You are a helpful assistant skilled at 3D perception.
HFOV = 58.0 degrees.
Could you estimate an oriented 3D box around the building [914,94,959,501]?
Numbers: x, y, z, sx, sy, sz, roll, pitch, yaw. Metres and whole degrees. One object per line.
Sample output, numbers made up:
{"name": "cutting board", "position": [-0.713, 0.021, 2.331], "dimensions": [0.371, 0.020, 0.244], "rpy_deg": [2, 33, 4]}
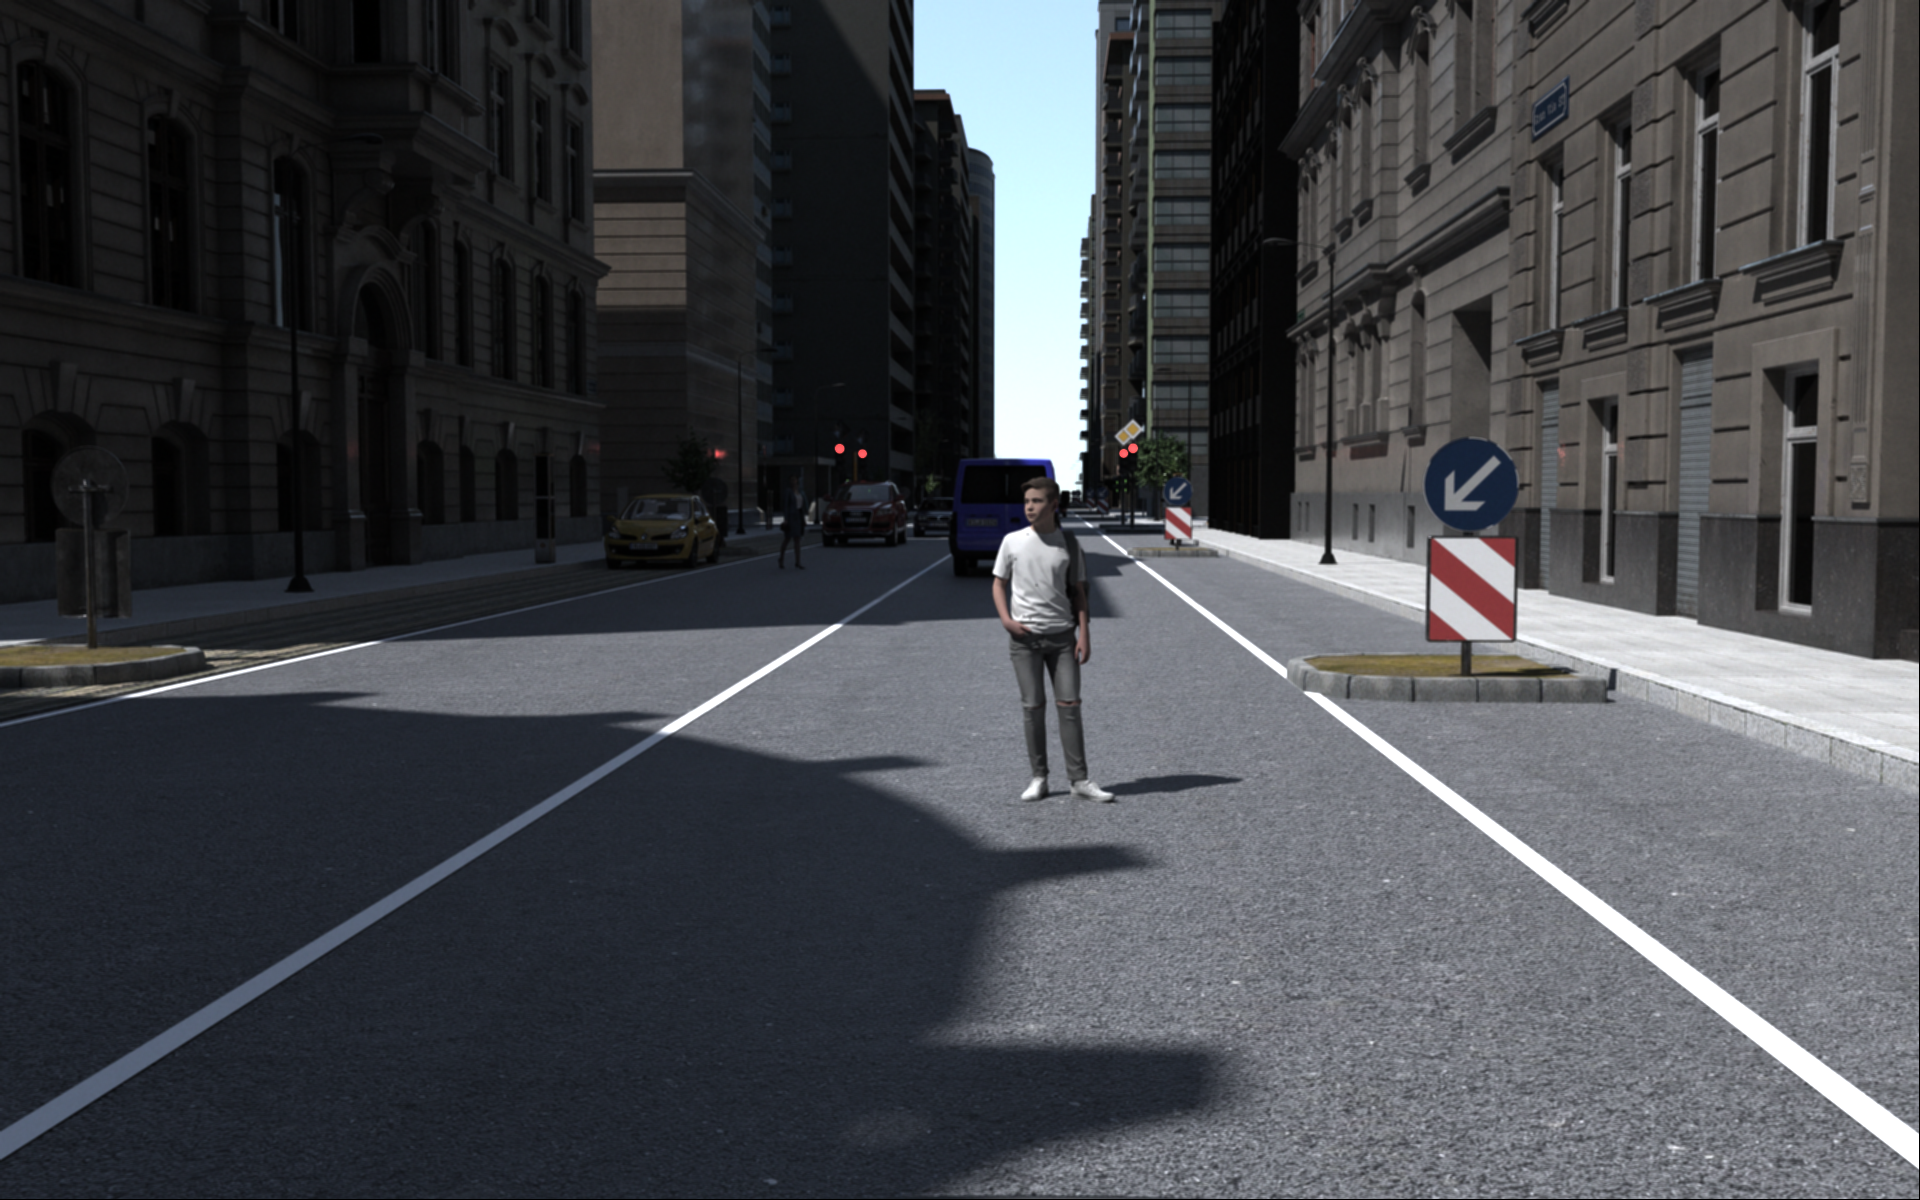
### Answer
{"name": "building", "position": [-11.565, -32.556, 186.921], "dimensions": [22.147, 44.769, 28.867], "rpy_deg": [0, 4, 3]}

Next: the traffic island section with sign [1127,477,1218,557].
{"name": "traffic island section with sign", "position": [4.884, -1.927, 40.130], "dimensions": [1.989, 1.847, 2.006], "rpy_deg": [0, 4, 3]}

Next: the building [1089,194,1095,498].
{"name": "building", "position": [24.825, -33.892, 237.724], "dimensions": [14.154, 41.232, 14.086], "rpy_deg": [0, 4, 3]}

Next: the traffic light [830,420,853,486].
{"name": "traffic light", "position": [-4.474, -4.666, 65.212], "dimensions": [0.839, 4.253, 0.868], "rpy_deg": [0, 4, 3]}

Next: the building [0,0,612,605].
{"name": "building", "position": [-15.723, -12.882, 29.699], "dimensions": [14.460, 24.649, 34.723], "rpy_deg": [0, 4, 3]}

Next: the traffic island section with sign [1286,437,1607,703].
{"name": "traffic island section with sign", "position": [3.493, -0.259, 12.856], "dimensions": [1.989, 1.847, 2.006], "rpy_deg": [0, 4, 3]}

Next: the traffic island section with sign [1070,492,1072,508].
{"name": "traffic island section with sign", "position": [11.607, -10.000, 172.127], "dimensions": [1.989, 1.847, 2.006], "rpy_deg": [0, 4, 3]}

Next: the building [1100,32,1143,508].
{"name": "building", "position": [24.645, -31.156, 164.028], "dimensions": [22.147, 44.769, 28.867], "rpy_deg": [0, 4, 3]}

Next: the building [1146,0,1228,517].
{"name": "building", "position": [17.996, -25.555, 101.421], "dimensions": [14.154, 41.232, 14.086], "rpy_deg": [0, 4, 3]}

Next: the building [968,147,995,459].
{"name": "building", "position": [-5.139, -45.706, 289.297], "dimensions": [21.231, 58.520, 28.212], "rpy_deg": [0, 4, 3]}

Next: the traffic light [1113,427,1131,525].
{"name": "traffic light", "position": [6.831, -5.121, 72.650], "dimensions": [0.839, 4.253, 0.868], "rpy_deg": [0, 4, 3]}

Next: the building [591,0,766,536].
{"name": "building", "position": [-17.527, -16.669, 58.448], "dimensions": [20.117, 28.700, 13.634], "rpy_deg": [0, 4, 3]}

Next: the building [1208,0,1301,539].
{"name": "building", "position": [15.023, -13.834, 55.867], "dimensions": [12.332, 23.373, 15.834], "rpy_deg": [0, 4, 3]}

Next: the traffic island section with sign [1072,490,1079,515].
{"name": "traffic island section with sign", "position": [9.017, -6.899, 121.429], "dimensions": [1.989, 1.847, 2.006], "rpy_deg": [0, 4, 3]}

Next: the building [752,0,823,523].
{"name": "building", "position": [-22.414, -24.042, 84.975], "dimensions": [32.217, 40.220, 23.993], "rpy_deg": [0, 4, 3]}

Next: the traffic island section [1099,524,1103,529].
{"name": "traffic island section", "position": [6.870, -3.088, 72.761], "dimensions": [2.009, 0.180, 2.903], "rpy_deg": [0, 4, 3]}

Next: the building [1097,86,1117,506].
{"name": "building", "position": [22.210, -32.807, 186.508], "dimensions": [14.600, 45.320, 14.200], "rpy_deg": [0, 4, 3]}

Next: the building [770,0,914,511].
{"name": "building", "position": [-14.641, -30.409, 120.882], "dimensions": [21.300, 48.544, 21.600], "rpy_deg": [0, 4, 3]}

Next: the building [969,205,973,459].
{"name": "building", "position": [-5.550, -33.956, 238.779], "dimensions": [14.154, 41.232, 14.086], "rpy_deg": [0, 4, 3]}

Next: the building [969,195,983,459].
{"name": "building", "position": [-3.873, -36.856, 252.704], "dimensions": [14.600, 45.320, 14.200], "rpy_deg": [0, 4, 3]}

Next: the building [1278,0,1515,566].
{"name": "building", "position": [14.792, -15.190, 35.745], "dimensions": [14.401, 28.519, 23.554], "rpy_deg": [0, 4, 3]}

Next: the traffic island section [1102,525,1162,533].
{"name": "traffic island section", "position": [6.464, -2.600, 64.787], "dimensions": [2.009, 0.180, 2.903], "rpy_deg": [0, 4, 3]}

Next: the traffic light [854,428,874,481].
{"name": "traffic light", "position": [-4.067, -5.154, 73.187], "dimensions": [0.839, 4.253, 0.868], "rpy_deg": [0, 4, 3]}

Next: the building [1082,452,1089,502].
{"name": "building", "position": [29.862, -57.873, 258.887], "dimensions": [22.319, 86.520, 31.000], "rpy_deg": [0, 4, 3]}

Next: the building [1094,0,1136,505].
{"name": "building", "position": [26.731, -40.724, 207.840], "dimensions": [21.231, 58.520, 28.212], "rpy_deg": [0, 4, 3]}

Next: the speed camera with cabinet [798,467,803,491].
{"name": "speed camera with cabinet", "position": [-8.223, -6.343, 98.050], "dimensions": [2.038, 3.252, 0.660], "rpy_deg": [0, 4, 0]}

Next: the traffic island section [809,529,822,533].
{"name": "traffic island section", "position": [-4.513, -2.634, 65.349], "dimensions": [2.009, 0.180, 2.903], "rpy_deg": [0, 4, 3]}

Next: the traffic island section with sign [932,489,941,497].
{"name": "traffic island section with sign", "position": [-1.625, -6.937, 122.049], "dimensions": [1.989, 1.847, 2.006], "rpy_deg": [0, 4, 3]}

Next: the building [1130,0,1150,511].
{"name": "building", "position": [24.326, -31.285, 131.114], "dimensions": [23.786, 49.044, 30.456], "rpy_deg": [0, 4, 3]}

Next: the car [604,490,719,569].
{"name": "car", "position": [-5.878, -1.475, 34.347], "dimensions": [2.015, 1.641, 3.980], "rpy_deg": [0, 4, 1]}

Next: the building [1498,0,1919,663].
{"name": "building", "position": [12.664, -13.100, 11.451], "dimensions": [12.463, 27.353, 25.104], "rpy_deg": [0, 4, 3]}

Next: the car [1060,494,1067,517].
{"name": "car", "position": [5.824, -6.117, 109.048], "dimensions": [2.155, 1.783, 4.494], "rpy_deg": [0, 4, 4]}

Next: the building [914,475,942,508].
{"name": "building", "position": [-18.062, -28.691, 160.975], "dimensions": [32.217, 40.220, 23.993], "rpy_deg": [0, 4, 3]}

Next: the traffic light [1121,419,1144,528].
{"name": "traffic light", "position": [6.424, -4.633, 64.675], "dimensions": [0.839, 4.253, 0.868], "rpy_deg": [0, 4, 3]}

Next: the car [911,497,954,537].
{"name": "car", "position": [-0.664, -2.848, 59.139], "dimensions": [1.945, 1.354, 3.894], "rpy_deg": [0, 4, 2]}

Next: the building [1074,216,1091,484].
{"name": "building", "position": [31.286, -41.044, 290.669], "dimensions": [23.786, 49.044, 30.456], "rpy_deg": [0, 4, 3]}

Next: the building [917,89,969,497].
{"name": "building", "position": [-10.032, -35.978, 211.948], "dimensions": [21.300, 48.544, 21.600], "rpy_deg": [0, 4, 3]}

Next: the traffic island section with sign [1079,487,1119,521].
{"name": "traffic island section with sign", "position": [7.655, -5.253, 94.508], "dimensions": [1.989, 1.847, 2.006], "rpy_deg": [0, 4, 3]}

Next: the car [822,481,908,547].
{"name": "car", "position": [-2.644, -2.462, 48.928], "dimensions": [2.281, 1.827, 5.304], "rpy_deg": [0, 4, 3]}

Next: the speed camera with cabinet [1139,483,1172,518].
{"name": "speed camera with cabinet", "position": [10.670, -6.051, 93.265], "dimensions": [2.038, 3.252, 0.660], "rpy_deg": [0, 4, -6]}
